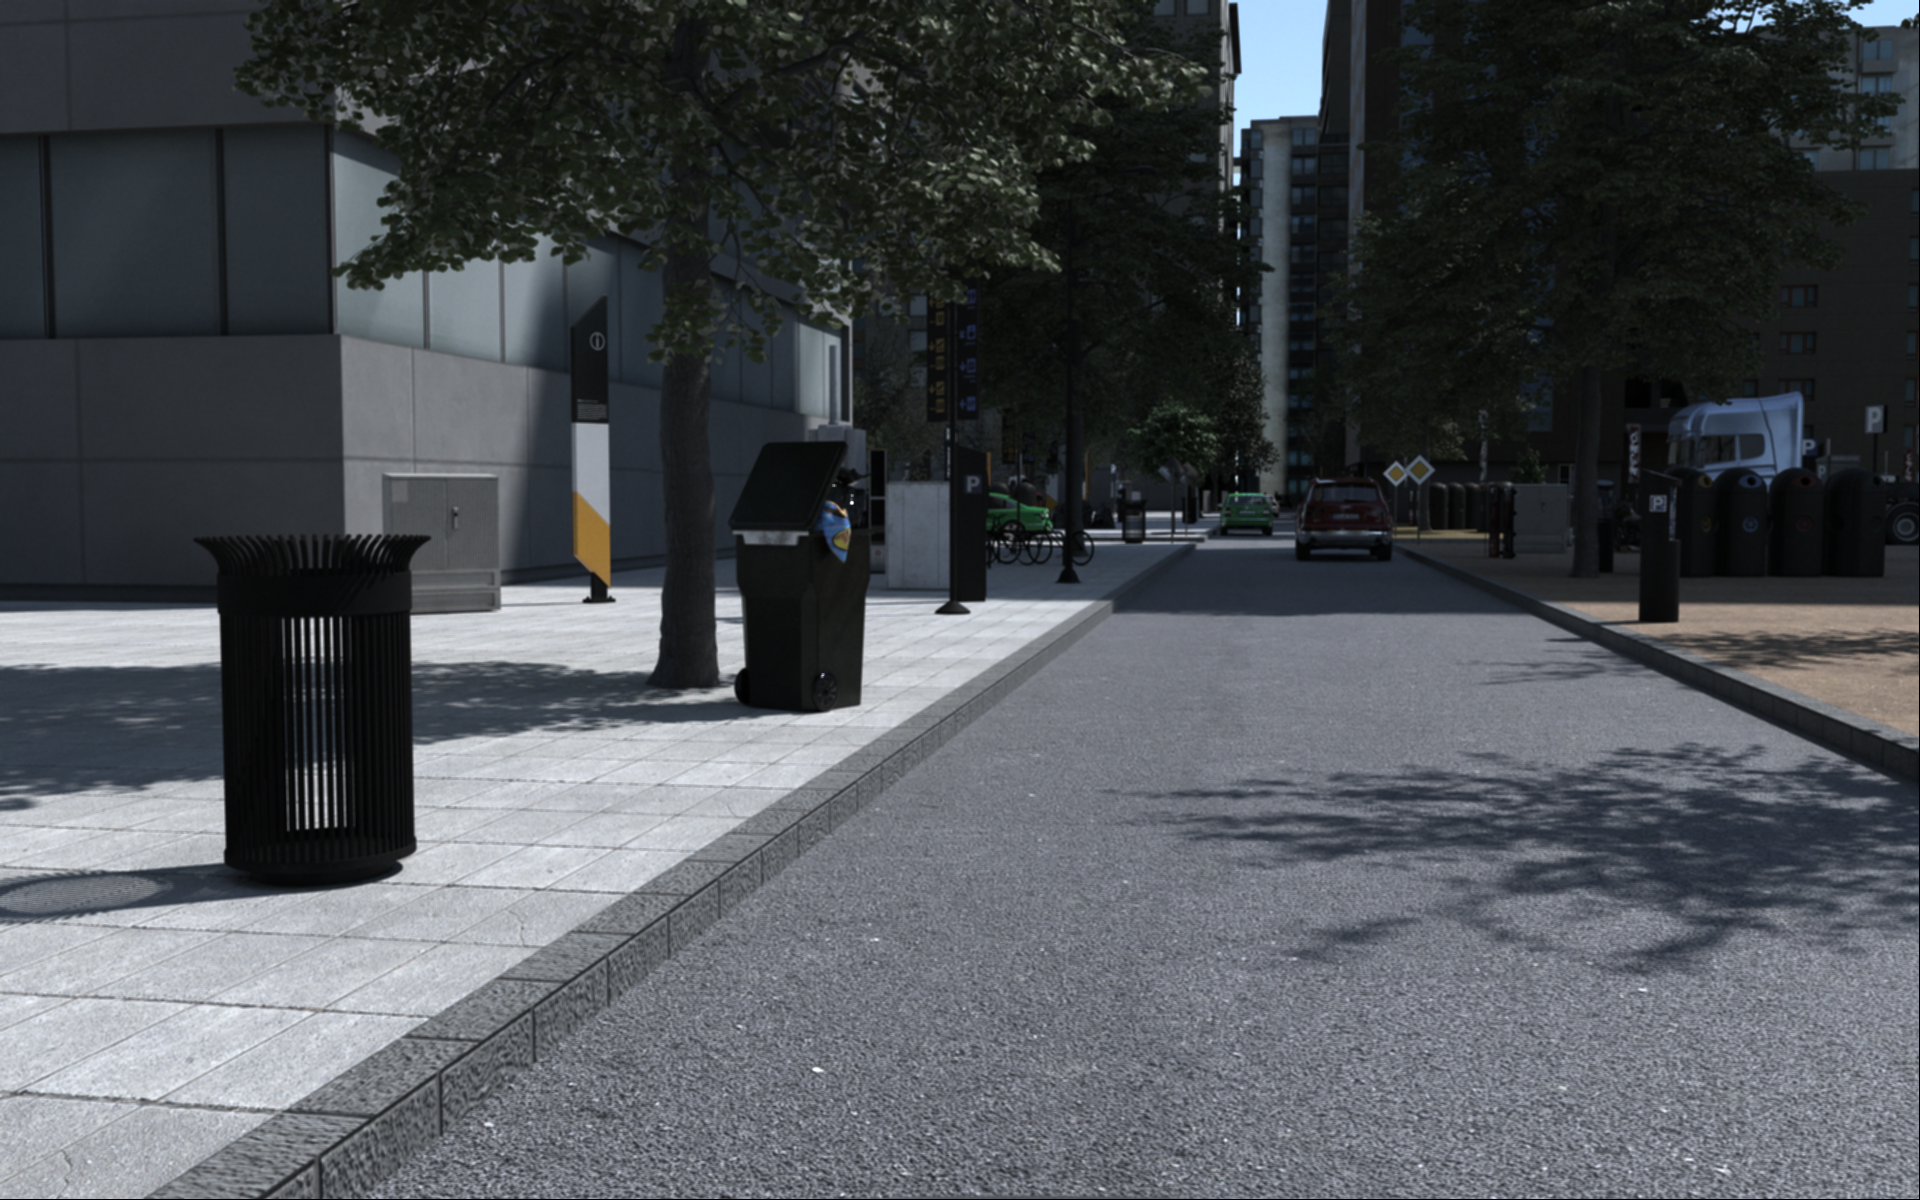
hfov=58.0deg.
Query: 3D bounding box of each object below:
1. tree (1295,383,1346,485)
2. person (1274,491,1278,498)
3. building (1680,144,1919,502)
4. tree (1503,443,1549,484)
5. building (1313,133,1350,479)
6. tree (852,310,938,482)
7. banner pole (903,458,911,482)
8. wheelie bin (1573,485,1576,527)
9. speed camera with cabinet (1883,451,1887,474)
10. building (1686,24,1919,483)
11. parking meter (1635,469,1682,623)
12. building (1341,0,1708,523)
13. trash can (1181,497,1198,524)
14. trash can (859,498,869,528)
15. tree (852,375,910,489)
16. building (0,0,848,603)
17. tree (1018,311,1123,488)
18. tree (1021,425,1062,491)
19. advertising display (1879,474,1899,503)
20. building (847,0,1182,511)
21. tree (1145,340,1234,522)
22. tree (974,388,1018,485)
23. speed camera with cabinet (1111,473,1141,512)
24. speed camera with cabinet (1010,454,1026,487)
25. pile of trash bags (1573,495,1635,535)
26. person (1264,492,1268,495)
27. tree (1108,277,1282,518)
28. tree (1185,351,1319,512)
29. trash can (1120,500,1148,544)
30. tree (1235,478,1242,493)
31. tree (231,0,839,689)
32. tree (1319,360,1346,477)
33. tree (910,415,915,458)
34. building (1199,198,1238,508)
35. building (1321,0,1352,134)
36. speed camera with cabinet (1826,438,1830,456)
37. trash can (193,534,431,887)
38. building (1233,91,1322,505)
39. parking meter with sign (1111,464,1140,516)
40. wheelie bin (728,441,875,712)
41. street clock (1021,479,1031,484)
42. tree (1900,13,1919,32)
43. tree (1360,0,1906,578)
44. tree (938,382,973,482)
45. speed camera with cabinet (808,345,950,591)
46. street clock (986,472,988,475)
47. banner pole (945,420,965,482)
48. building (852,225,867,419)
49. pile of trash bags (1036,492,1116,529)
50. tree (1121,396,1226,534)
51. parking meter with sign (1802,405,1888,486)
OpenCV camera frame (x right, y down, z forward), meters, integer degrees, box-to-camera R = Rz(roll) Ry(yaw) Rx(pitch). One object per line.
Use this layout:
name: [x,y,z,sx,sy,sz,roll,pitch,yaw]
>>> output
tree: [24.765,-10.174,116.701,4.360,8.622,3.978,0,3,0]
person: [33.694,-10.751,185.014,0.721,1.736,1.217,-1,4,-23]
building: [40.267,-16.124,108.665,27.650,21.520,28.899,1,4,10]
tree: [21.388,-4.337,65.515,1.663,3.219,1.824,0,3,0]
building: [35.982,-22.576,140.812,14.160,30.474,14.107,1,4,10]
tree: [-3.594,-7.161,67.438,4.360,8.622,3.978,0,3,0]
banner pole: [-3.102,-7.121,106.452,0.863,3.779,0.401,0,4,-7]
wheelie bin: [21.721,-3.233,60.773,0.980,1.594,0.693,3,5,42]
speed camera with cabinet: [41.875,-5.231,79.857,2.038,3.252,0.660,2,4,25]
building: [84.285,-34.272,179.952,30.456,49.044,23.786,1,4,10]
parking meter: [7.039,-0.550,17.405,0.372,1.533,0.369,0,3,0]
building: [25.578,-26.328,80.577,14.600,45.320,14.200,1,4,10]
trash can: [9.832,-3.826,74.202,0.748,1.137,0.748,0,3,0]
trash can: [-3.587,-3.250,64.784,0.748,1.137,0.748,0,3,0]
tree: [-6.444,-9.878,111.862,4.737,8.622,4.395,0,3,0]
building: [-16.741,-27.215,34.202,27.495,52.752,28.713,1,4,10]
tree: [4.413,-7.185,67.843,4.360,8.622,3.978,0,3,0]
tree: [5.146,-10.794,126.836,4.737,8.622,4.395,0,3,0]
advertising display: [30.249,-3.148,56.684,0.123,1.923,0.974,-1,4,-20]
building: [8.164,-33.835,142.443,28.713,52.752,27.495,1,4,10]
tree: [10.785,-7.936,80.115,4.737,8.622,4.395,0,3,0]
tree: [3.486,-8.814,94.466,4.360,8.622,3.978,0,3,0]
speed camera with cabinet: [11.761,-7.858,122.820,2.038,3.252,0.660,-1,4,-14]
speed camera with cabinet: [2.518,-5.670,87.047,0.660,3.252,2.038,-2,4,-31]
pile of trash bags: [19.862,-2.691,53.758,1.912,1.369,3.447,3,4,37]
person: [31.559,-10.320,178.708,0.415,1.643,0.593,-3,5,-45]
tree: [12.387,-10.689,91.769,9.611,12.733,9.660,0,3,0]
tree: [17.908,-11.975,121.542,9.928,11.665,9.643,0,3,0]
trash can: [4.513,-2.036,44.945,0.748,1.137,0.748,0,3,0]
tree: [27.252,-10.915,173.059,1.663,3.219,1.824,0,3,0]
tree: [-1.717,-5.721,11.658,7.486,12.596,7.792,0,3,0]
tree: [28.274,-12.532,130.648,9.928,11.665,9.643,0,3,0]
tree: [-5.070,-10.443,121.097,4.737,8.622,4.395,0,3,0]
building: [18.902,-23.959,163.424,14.160,30.474,14.107,1,4,10]
building: [43.803,-32.616,156.978,21.300,48.544,21.600,1,4,10]
speed camera with cabinet: [31.246,-4.081,61.056,0.660,3.252,2.038,-1,4,-18]
trash can: [-2.164,0.355,5.845,0.748,1.137,0.748,0,3,0]
building: [49.297,-36.585,217.775,30.456,49.044,23.786,1,4,10]
parking meter with sign: [9.650,-6.390,100.743,1.738,3.016,0.543,-2,4,-30]
wheelie bin: [-0.960,-0.157,10.481,0.980,1.594,0.693,2,4,34]
street clock: [3.123,-4.742,82.100,0.471,2.002,0.358,2,4,33]
tree: [11.048,-4.017,16.042,4.737,8.622,4.395,0,3,0]
tree: [10.003,-6.603,26.093,7.486,12.596,7.792,0,3,0]
tree: [-2.460,-8.036,81.755,4.360,8.622,3.978,0,3,0]
speed camera with cabinet: [-0.977,-1.764,23.176,2.038,3.252,0.660,1,4,12]
street clock: [0.469,-2.481,45.137,0.471,2.002,0.358,-1,4,-11]
banner pole: [-0.122,-4.172,58.237,0.863,3.779,0.401,0,4,2]
building: [-10.716,-33.229,197.925,28.867,44.769,22.147,1,4,10]
pile of trash bags: [3.933,-3.301,63.720,3.447,1.369,1.912,-2,4,-32]
tree: [6.936,-4.391,55.512,4.285,4.588,4.351,0,3,0]
parking meter with sign: [17.215,-2.311,34.040,1.738,3.016,0.543,0,4,-8]
